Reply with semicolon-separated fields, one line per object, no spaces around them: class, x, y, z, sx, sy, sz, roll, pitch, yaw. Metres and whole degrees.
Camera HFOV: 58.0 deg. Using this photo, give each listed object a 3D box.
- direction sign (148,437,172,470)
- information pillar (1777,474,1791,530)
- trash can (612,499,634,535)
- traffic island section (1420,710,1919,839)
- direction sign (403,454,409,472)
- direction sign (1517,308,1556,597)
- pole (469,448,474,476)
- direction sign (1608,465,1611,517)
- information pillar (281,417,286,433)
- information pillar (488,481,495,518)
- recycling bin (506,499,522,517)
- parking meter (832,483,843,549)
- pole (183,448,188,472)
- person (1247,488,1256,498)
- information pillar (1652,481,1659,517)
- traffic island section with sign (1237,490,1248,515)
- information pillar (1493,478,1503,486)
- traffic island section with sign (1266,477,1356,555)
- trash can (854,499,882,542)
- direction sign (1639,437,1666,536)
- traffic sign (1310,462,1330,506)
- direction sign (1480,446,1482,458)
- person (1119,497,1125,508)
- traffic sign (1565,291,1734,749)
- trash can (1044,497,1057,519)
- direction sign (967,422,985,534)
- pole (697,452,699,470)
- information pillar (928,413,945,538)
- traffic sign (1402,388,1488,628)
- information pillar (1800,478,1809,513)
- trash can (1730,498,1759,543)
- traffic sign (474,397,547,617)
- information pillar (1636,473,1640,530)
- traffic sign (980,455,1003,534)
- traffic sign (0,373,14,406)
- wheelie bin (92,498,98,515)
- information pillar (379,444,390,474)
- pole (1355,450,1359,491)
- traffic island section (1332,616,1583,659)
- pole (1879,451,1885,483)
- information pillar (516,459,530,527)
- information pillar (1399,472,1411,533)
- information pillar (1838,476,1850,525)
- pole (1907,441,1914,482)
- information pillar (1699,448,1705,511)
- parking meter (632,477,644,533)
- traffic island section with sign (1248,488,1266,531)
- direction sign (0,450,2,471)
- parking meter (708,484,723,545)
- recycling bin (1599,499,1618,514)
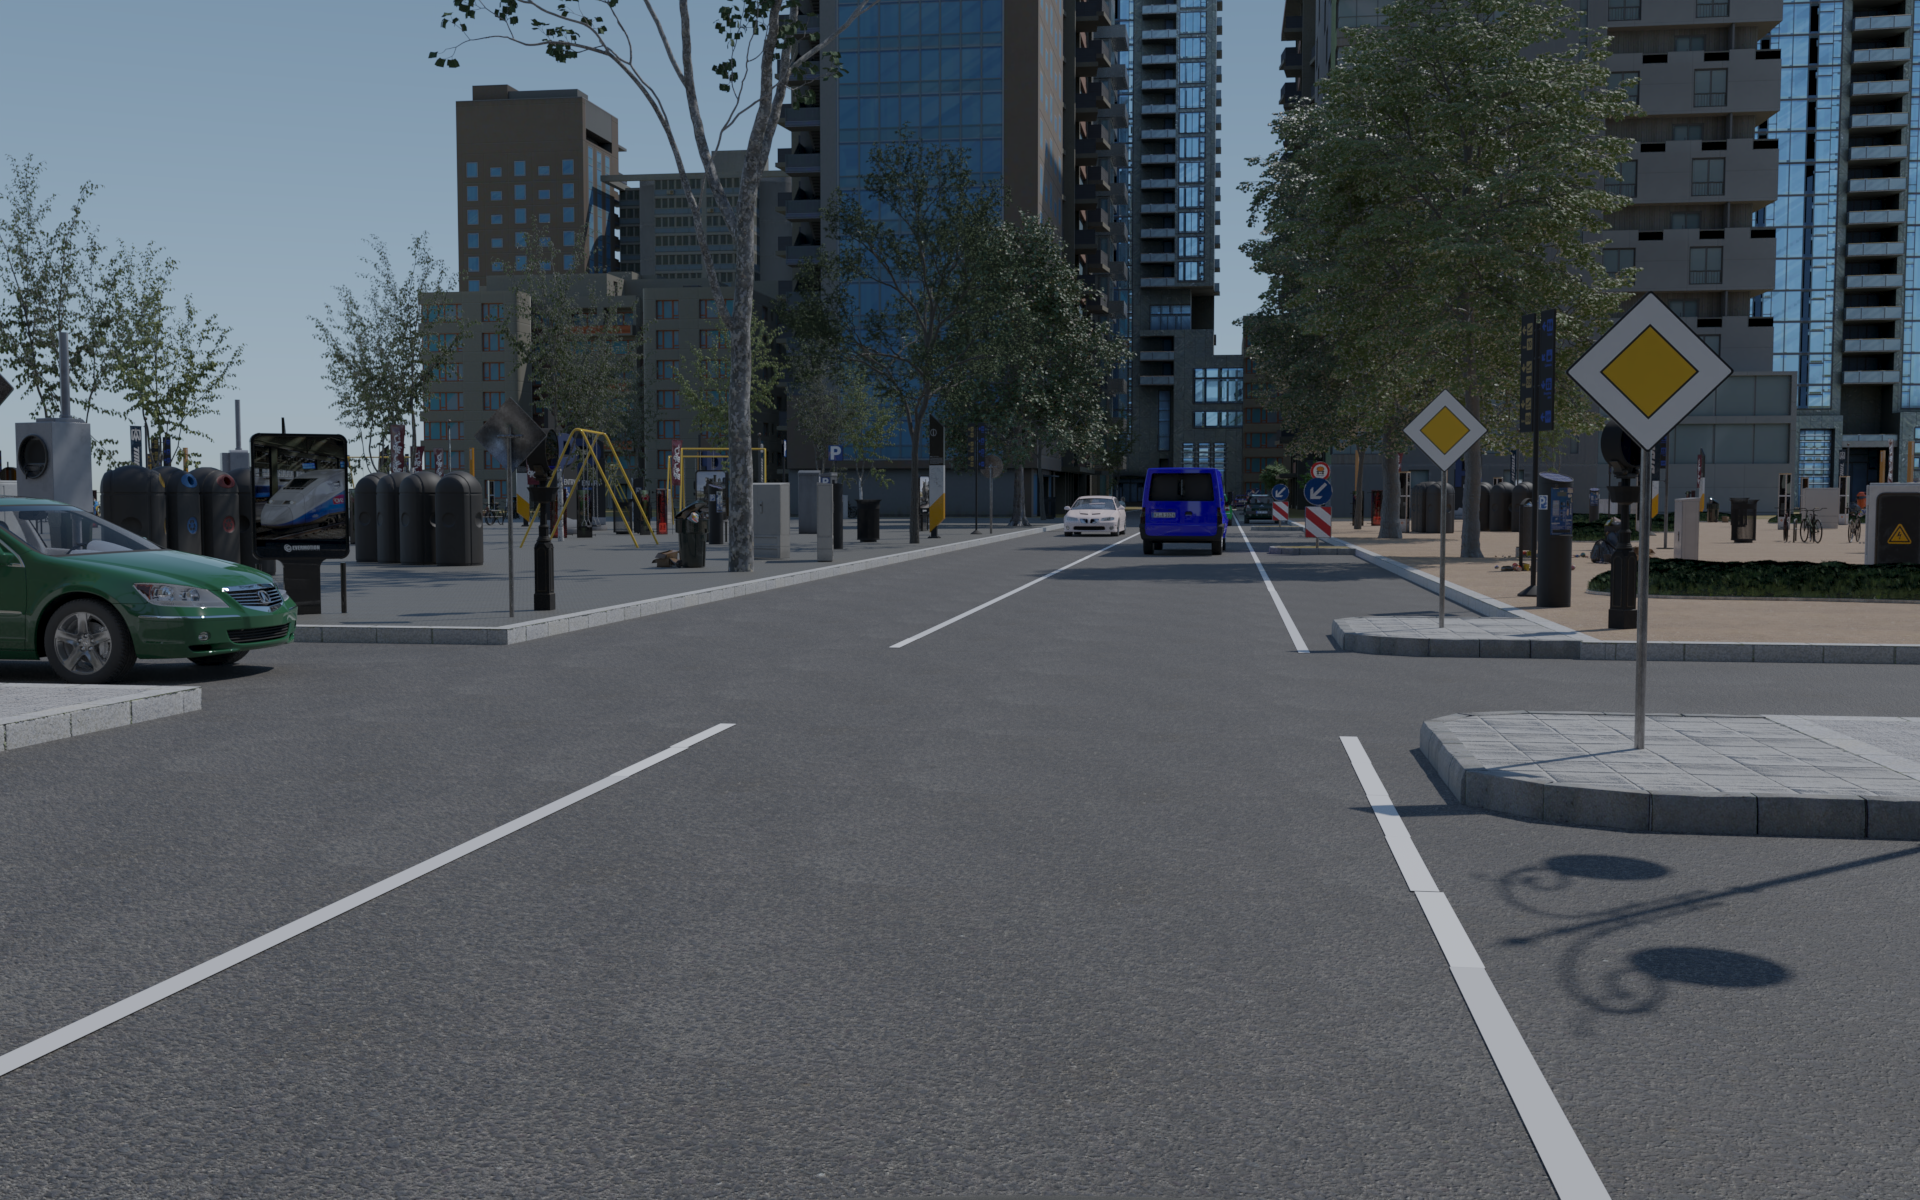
direction sign;-31.597;-4.683;68.565;0.876;3.537;0.379;1;4;11
information pillar;29.629;-3.532;62.240;0.304;2.012;0.304;-2;4;-32
trash can;-10.731;-2.658;55.114;0.748;1.137;0.748;0;3;0
traffic island section;3.445;0.828;8.738;2.009;0.180;2.903;1;4;9
direction sign;-31.231;-6.446;97.387;0.876;3.537;0.379;3;4;37
direction sign;7.193;-1.813;21.637;0.379;3.537;0.876;0;4;-7
pole;-21.537;-5.054;76.471;0.158;3.312;0.155;0;3;0
direction sign;25.783;-4.693;68.731;0.379;3.537;0.876;1;4;16
information pillar;-20.691;-3.775;53.074;0.183;3.616;0.504;-1;4;-16
information pillar;-25.645;-5.522;94.774;0.304;2.012;0.304;-2;4;-26
recycling bin;-24.534;-5.079;95.588;0.722;1.027;0.722;2;4;24
parking meter;-2.923;-1.963;40.500;0.372;1.533;0.369;0;3;0
pole;-33.907;-5.018;75.893;0.158;3.312;0.155;0;3;0
person;16.137;-5.322;96.049;0.750;1.759;0.617;2;4;30
information pillar;25.894;-4.492;64.805;0.504;3.616;0.183;-1;4;-9
traffic island section with sign;19.989;-6.668;117.650;1.989;1.847;2.006;1;4;9
information pillar;24.201;-4.493;77.957;0.304;2.012;0.304;-1;4;-16
traffic island section with sign;8.461;-2.020;41.661;1.989;1.847;2.006;1;4;9
trash can;-2.447;-2.115;46.228;0.748;1.137;0.748;0;3;0
direction sign;21.271;-3.748;53.279;0.876;3.537;0.379;1;4;11
traffic sign;14.131;-4.149;67.947;0.768;2.556;0.104;1;4;18
direction sign;24.250;-5.497;81.877;0.379;3.537;0.876;-3;4;-38
person;7.901;-4.425;85.135;0.425;1.301;0.394;-3;4;-36
traffic sign;3.420;-0.307;8.665;0.795;2.450;0.064;1;4;9
trash can;4.617;-4.731;89.003;0.748;1.137;0.748;0;3;0
direction sign;0.520;-3.863;55.160;0.379;3.537;0.876;-3;4;-38
pole;-12.674;-5.533;84.309;0.158;3.312;0.155;0;3;0
information pillar;-0.675;-3.595;50.126;0.504;3.616;0.183;2;4;28
traffic sign;4.618;-0.790;16.560;0.795;2.450;0.064;1;4;9
information pillar;37.853;-4.475;77.663;0.304;2.012;0.304;1;4;16
trash can;20.647;-2.077;45.619;0.748;1.137;0.748;0;3;0
traffic sign;-4.667;-0.877;17.984;0.795;2.450;0.064;1;4;9
information pillar;21.278;-3.025;53.959;0.304;2.012;0.304;3;5;44
traffic sign;1.006;-3.423;56.074;0.768;2.556;0.104;1;4;11
traffic sign;-5.865;-0.394;10.089;0.795;2.450;0.064;1;4;9
wheelie bin;-16.863;-1.521;32.772;0.693;1.594;0.980;3;4;38
information pillar;-27.100;-5.521;81.617;0.504;3.616;0.183;0;4;3
pole;18.453;-5.296;80.431;0.158;3.312;0.155;0;3;0
traffic island section;4.643;0.345;16.633;2.009;0.180;2.903;1;4;9
pole;43.294;-5.351;81.340;0.158;3.312;0.155;0;3;0
information pillar;-17.177;-4.693;68.083;0.504;3.616;0.183;-2;4;-24
information pillar;14.646;-3.218;57.114;0.304;2.012;0.304;2;4;35
information pillar;36.533;-4.103;71.584;0.304;2.012;0.304;-3;5;-43
pole;36.694;-4.469;66.904;0.158;3.312;0.155;0;3;0
information pillar;37.473;-5.879;87.477;0.183;3.616;0.504;0;4;2
parking meter;-10.652;-3.156;57.318;0.399;1.863;0.255;-1;4;-11
traffic island section with sign;12.500;-3.650;68.312;1.989;1.847;2.006;1;4;9
direction sign;-49.947;-5.960;89.445;0.876;3.537;0.379;-1;4;-20
parking meter;-6.221;-2.185;44.137;0.372;1.533;0.369;0;3;0
recycling bin;32.591;-4.556;87.043;0.722;1.027;0.722;-3;5;-39
